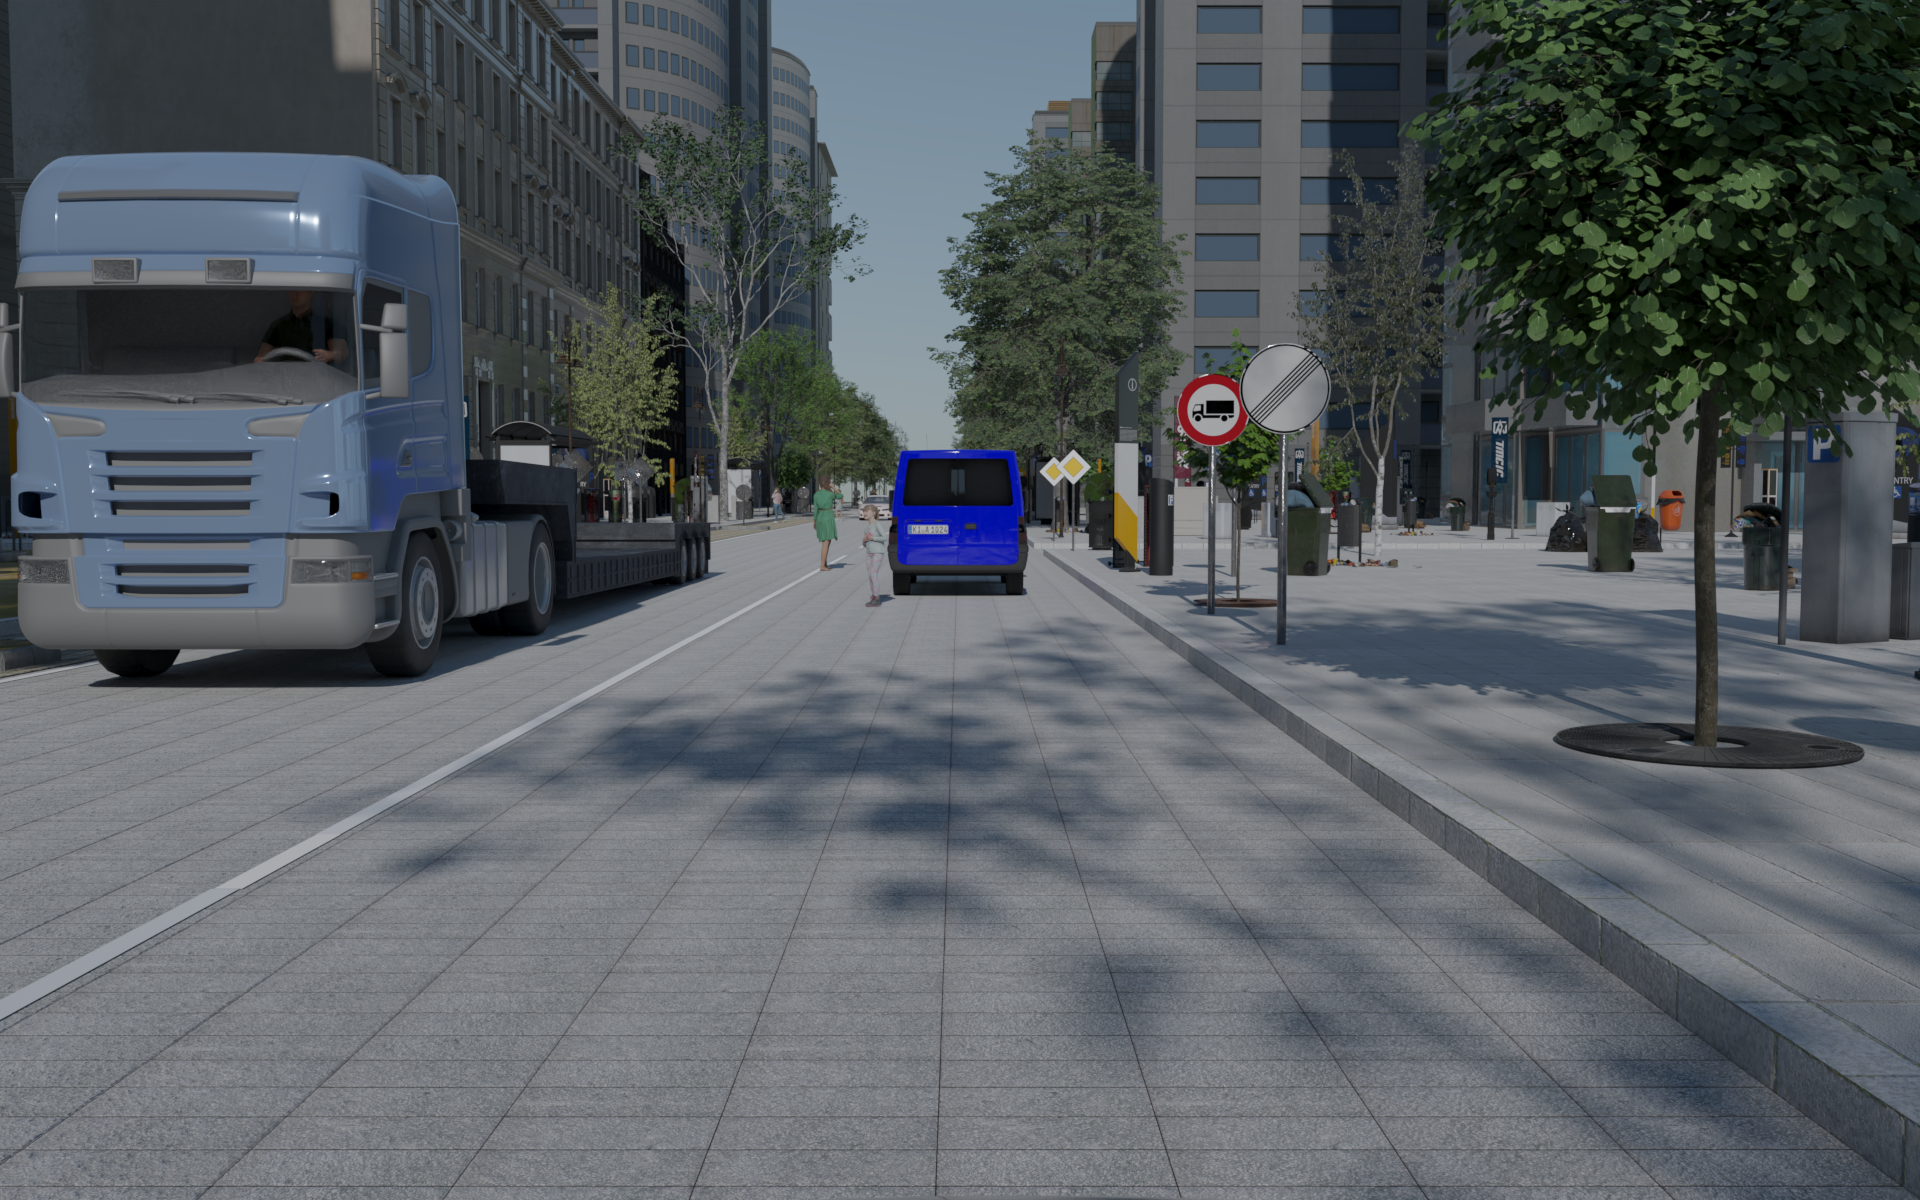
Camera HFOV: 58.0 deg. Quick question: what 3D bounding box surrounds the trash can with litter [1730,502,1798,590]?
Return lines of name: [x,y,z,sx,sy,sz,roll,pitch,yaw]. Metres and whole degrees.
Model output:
trash can with litter: [10.837,-0.727,23.271,0.624,1.170,1.055,3,5,45]

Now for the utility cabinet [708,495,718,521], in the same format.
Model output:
utility cabinet: [-11.643,-4.363,82.489,1.020,1.237,0.306,-1,4,-17]

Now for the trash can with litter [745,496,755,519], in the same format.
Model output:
trash can with litter: [-11.141,-4.798,89.839,1.055,1.170,0.624,3,4,38]

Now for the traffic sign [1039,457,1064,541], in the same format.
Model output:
traffic sign: [2.544,-2.647,46.920,0.795,2.450,0.064,0,3,0]

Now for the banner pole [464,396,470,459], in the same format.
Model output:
banner pole: [-11.358,-2.981,38.761,0.863,3.779,0.401,0,4,-2]

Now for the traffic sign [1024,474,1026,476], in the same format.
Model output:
traffic sign: [4.168,-6.378,104.386,0.768,2.556,0.104,0,4,4]

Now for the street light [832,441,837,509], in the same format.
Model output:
street light: [-10.697,-10.690,147.562,0.468,5.910,1.993,0,3,0]

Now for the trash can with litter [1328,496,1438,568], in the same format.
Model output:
trash can with litter: [7.139,-1.202,30.716,1.678,1.210,2.233,-3,4,-36]

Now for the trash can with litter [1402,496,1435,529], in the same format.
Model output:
trash can with litter: [16.939,-3.243,64.407,0.624,1.170,1.055,-2,4,-27]

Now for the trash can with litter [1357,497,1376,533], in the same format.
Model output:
trash can with litter: [13.572,-2.837,57.778,0.624,1.170,1.055,1,4,11]

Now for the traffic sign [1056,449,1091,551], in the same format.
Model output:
traffic sign: [2.544,-2.159,38.935,0.795,2.450,0.064,0,3,0]

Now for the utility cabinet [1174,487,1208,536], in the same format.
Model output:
utility cabinet: [7.019,-2.708,52.949,1.173,1.500,0.318,1,4,16]

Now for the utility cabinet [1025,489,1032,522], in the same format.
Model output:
utility cabinet: [2.942,-4.319,79.294,0.318,1.500,1.173,1,4,22]

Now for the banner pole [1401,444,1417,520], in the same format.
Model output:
banner pole: [22.376,-5.890,86.324,0.863,3.779,0.401,0,4,1]

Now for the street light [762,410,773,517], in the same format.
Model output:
street light: [-10.616,-7.516,95.679,0.468,5.910,1.993,0,3,0]

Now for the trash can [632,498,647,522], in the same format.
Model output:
trash can: [-12.514,-3.413,67.449,0.748,1.137,0.748,0,3,0]

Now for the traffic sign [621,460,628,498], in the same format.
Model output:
traffic sign: [-12.428,-3.918,64.162,0.768,2.556,0.104,0,4,7]

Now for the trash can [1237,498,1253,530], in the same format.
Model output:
trash can: [10.167,-3.093,62.224,0.748,1.137,0.748,0,3,0]

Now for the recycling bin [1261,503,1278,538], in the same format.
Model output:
recycling bin: [9.380,-2.374,51.368,0.722,1.027,0.722,0,4,-7]

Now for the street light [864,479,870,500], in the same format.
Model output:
street light: [-10.696,-13.548,194.297,0.468,5.910,1.993,0,3,0]

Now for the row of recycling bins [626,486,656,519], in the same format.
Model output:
row of recycling bins: [-16.742,-5.132,91.013,1.069,1.692,3.534,0,4,5]

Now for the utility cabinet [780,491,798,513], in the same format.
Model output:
utility cabinet: [-11.741,-6.736,118.806,1.173,1.500,0.318,-2,4,-30]

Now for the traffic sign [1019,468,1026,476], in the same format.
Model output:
traffic sign: [3.553,-7.719,120.085,2.265,3.308,0.079,1,4,8]

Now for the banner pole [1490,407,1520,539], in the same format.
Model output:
banner pole: [15.595,-3.641,49.545,0.863,3.779,0.401,1,4,22]

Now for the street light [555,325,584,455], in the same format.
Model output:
street light: [-10.684,-4.569,47.491,0.468,5.910,1.993,0,3,0]

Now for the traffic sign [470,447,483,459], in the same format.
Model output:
traffic sign: [-13.127,-2.825,46.294,0.768,2.556,0.104,0,4,3]

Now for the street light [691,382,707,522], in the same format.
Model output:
street light: [-10.717,-6.033,71.429,0.468,5.910,1.993,0,3,0]

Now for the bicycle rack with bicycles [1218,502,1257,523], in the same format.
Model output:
bicycle rack with bicycles: [12.052,-3.869,76.640,2.852,0.926,2.925,1,4,14]

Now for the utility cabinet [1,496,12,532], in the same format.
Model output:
utility cabinet: [-32.263,-2.927,59.020,0.306,1.237,1.020,2,4,33]

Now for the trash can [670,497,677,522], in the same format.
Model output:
trash can: [-12.686,-4.056,77.965,0.748,1.137,0.748,0,3,0]

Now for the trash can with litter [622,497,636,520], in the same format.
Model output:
trash can with litter: [-16.713,-4.626,87.028,1.055,1.170,0.624,-1,4,-15]

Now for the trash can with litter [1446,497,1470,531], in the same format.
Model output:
trash can with litter: [17.334,-2.986,60.205,0.624,1.170,1.055,2,4,35]

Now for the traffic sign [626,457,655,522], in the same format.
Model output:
traffic sign: [-8.651,-2.648,46.939,0.795,2.450,0.064,0,3,0]

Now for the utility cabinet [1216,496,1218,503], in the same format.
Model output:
utility cabinet: [10.335,-3.760,72.629,1.020,1.237,0.306,-2,4,-27]

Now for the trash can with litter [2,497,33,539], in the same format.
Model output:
trash can with litter: [-27.642,-2.372,49.835,1.678,1.210,2.233,3,5,41]

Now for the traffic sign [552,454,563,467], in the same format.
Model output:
traffic sign: [-12.914,-3.389,55.509,0.768,2.556,0.104,1,4,10]

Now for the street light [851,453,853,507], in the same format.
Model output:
street light: [-10.662,-12.119,170.930,0.468,5.910,1.993,0,3,0]

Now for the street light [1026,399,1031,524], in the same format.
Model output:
street light: [2.970,-6.245,74.888,0.468,5.910,1.993,0,3,0]

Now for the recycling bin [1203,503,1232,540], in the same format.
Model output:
recycling bin: [7.404,-2.249,49.320,0.722,1.027,0.722,3,5,45]

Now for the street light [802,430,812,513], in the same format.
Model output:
street light: [-10.657,-8.945,119.046,0.468,5.910,1.993,0,3,0]

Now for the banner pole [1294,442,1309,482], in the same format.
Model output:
banner pole: [16.459,-5.699,83.189,0.863,3.779,0.401,1,4,20]

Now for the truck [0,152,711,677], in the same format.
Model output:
truck: [-5.449,-1.882,20.523,2.967,4.110,18.799,0,4,0]

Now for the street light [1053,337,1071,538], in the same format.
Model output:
street light: [2.994,-4.783,50.997,0.468,5.910,1.993,0,3,0]

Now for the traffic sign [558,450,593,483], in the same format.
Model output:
traffic sign: [-8.650,-2.160,38.954,0.795,2.450,0.064,0,3,0]

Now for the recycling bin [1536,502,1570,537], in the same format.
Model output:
recycling bin: [17.899,-2.430,52.288,0.722,1.027,0.722,-3,4,-37]

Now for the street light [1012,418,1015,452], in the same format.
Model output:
street light: [3.077,-7.674,98.256,0.468,5.910,1.993,0,3,0]

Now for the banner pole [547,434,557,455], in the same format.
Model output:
banner pole: [-15.099,-4.530,64.083,0.401,3.779,0.863,-3,5,-42]

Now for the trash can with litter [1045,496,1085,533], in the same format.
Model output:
trash can with litter: [3.644,-2.889,58.295,1.678,1.210,2.233,2,4,34]

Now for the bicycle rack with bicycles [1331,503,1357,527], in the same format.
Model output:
bicycle rack with bicycles: [15.152,-3.283,67.061,2.925,0.926,2.852,3,5,43]

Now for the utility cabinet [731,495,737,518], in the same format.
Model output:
utility cabinet: [-11.917,-4.916,91.536,0.306,1.237,1.020,0,4,-5]

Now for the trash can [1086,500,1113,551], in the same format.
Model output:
trash can: [3.241,-1.705,39.526,0.748,1.137,0.748,0,3,0]

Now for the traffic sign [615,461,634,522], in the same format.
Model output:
traffic sign: [-10.312,-3.129,53.284,0.606,2.300,0.079,0,4,2]

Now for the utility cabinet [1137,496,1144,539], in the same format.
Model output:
utility cabinet: [5.204,-2.369,49.903,1.020,1.237,0.306,-2,4,-25]
